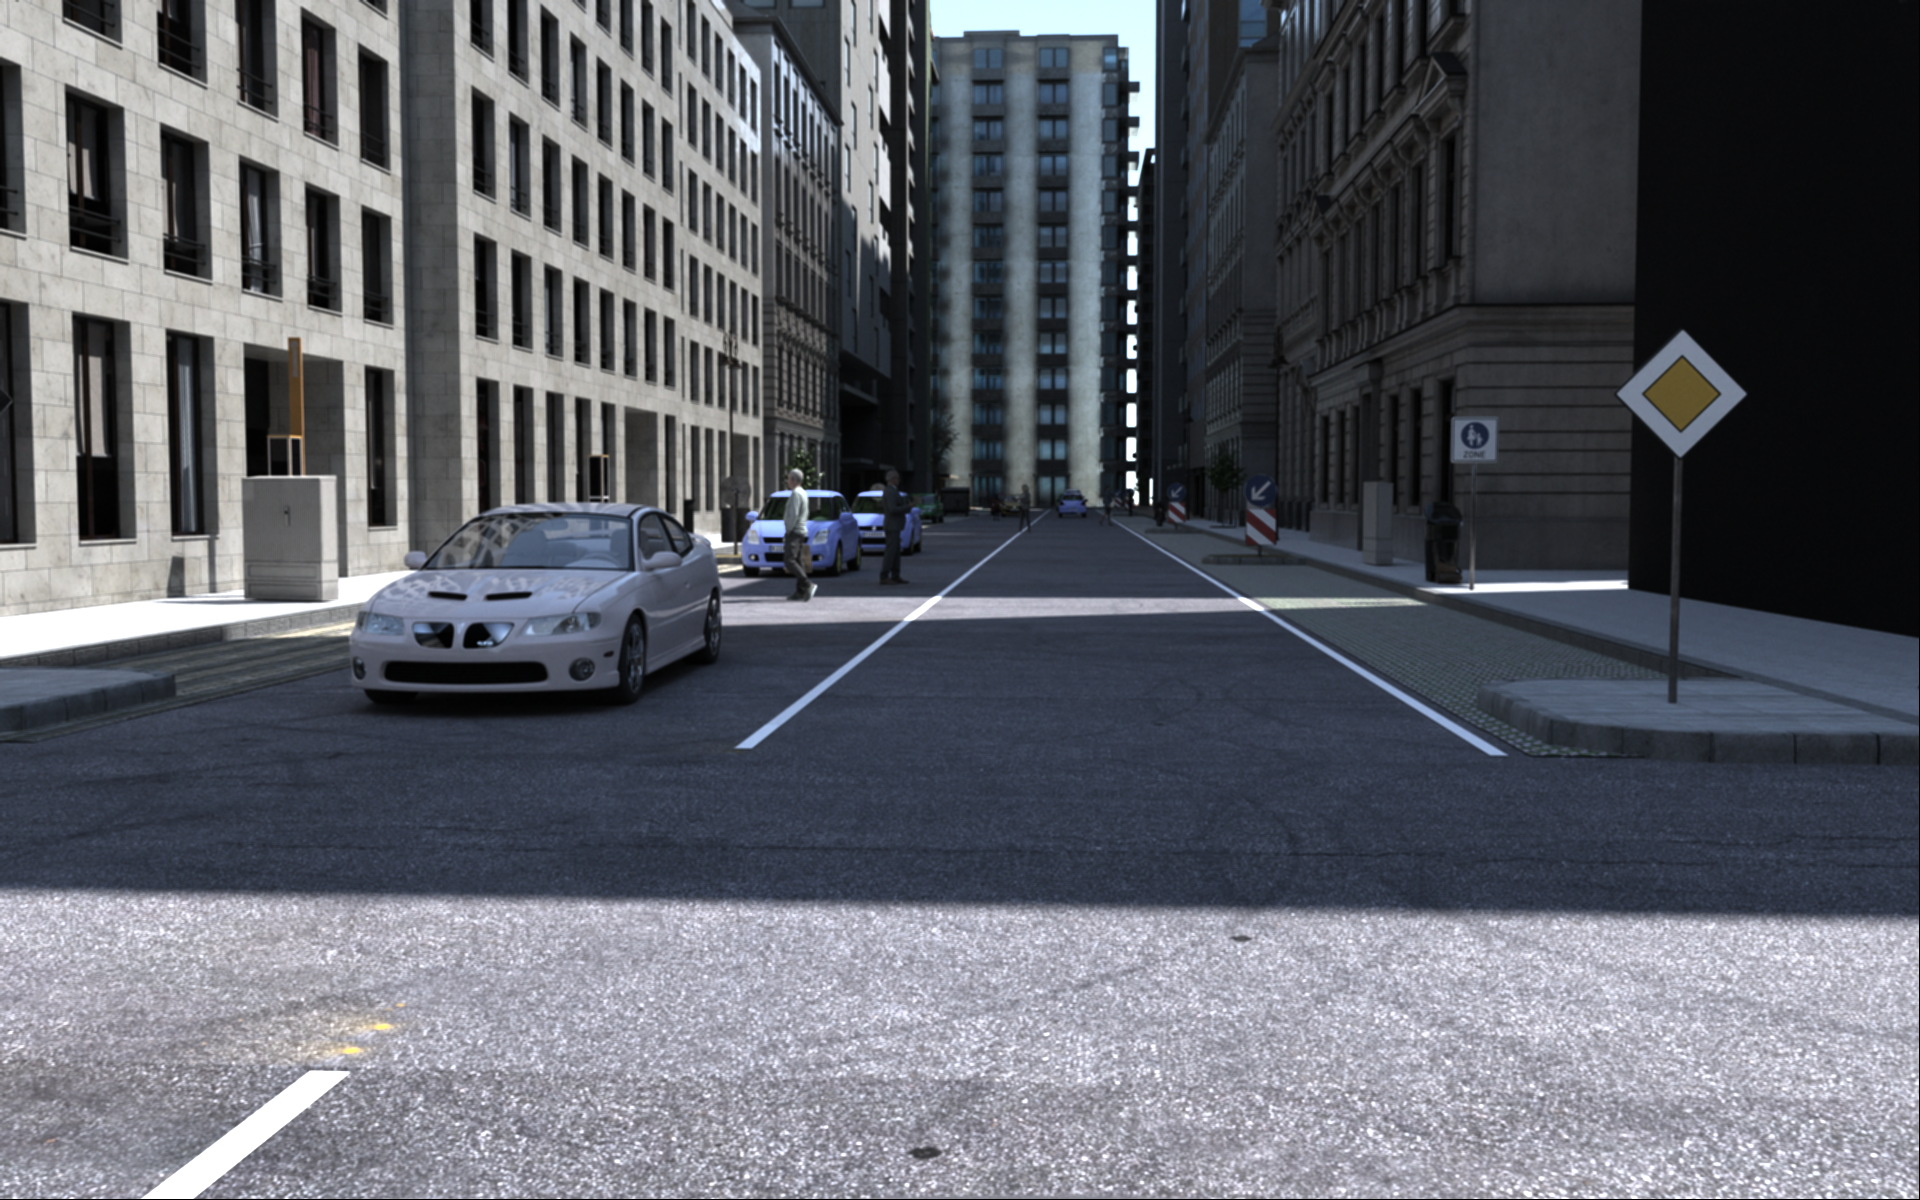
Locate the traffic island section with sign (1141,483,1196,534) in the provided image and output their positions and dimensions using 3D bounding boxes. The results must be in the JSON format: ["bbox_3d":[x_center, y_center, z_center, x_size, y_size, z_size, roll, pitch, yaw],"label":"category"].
[{"bbox_3d":[7.731,-3.328,63.048,1.989,1.847,2.006,0,4,4],"label":"traffic island section with sign"}]

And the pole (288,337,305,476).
[{"bbox_3d":[-8.672,-1.764,22.681,0.158,3.312,0.155,0,3,0],"label":"pole"}]

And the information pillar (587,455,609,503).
[{"bbox_3d":[-6.843,-1.732,32.812,0.304,2.012,0.304,1,4,11],"label":"information pillar"}]

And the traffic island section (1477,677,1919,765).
[{"bbox_3d":[4.397,0.711,10.649,2.009,0.180,2.903,0,4,4],"label":"traffic island section"}]

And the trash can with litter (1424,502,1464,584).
[{"bbox_3d":[7.086,-0.839,25.108,0.624,1.170,1.055,0,4,3],"label":"trash can with litter"}]

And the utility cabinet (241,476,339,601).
[{"bbox_3d":[-8.029,-0.738,20.737,1.173,1.500,0.318,1,4,21],"label":"utility cabinet"}]

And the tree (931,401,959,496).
[{"bbox_3d":[-2.066,-11.364,136.155,4.360,8.622,3.978,0,3,0],"label":"tree"}]

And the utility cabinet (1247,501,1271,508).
[{"bbox_3d":[8.646,-2.382,50.114,0.306,1.237,1.020,-1,4,-17],"label":"utility cabinet"}]

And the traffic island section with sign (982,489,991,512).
[{"bbox_3d":[1.927,-8.022,139.784,1.989,1.847,2.006,0,4,4],"label":"traffic island section with sign"}]

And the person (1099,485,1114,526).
[{"bbox_3d":[6.667,-4.290,78.671,0.654,1.822,0.581,1,4,20],"label":"person"}]

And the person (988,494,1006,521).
[{"bbox_3d":[1.984,-5.020,93.837,1.065,1.426,0.557,-2,4,-25],"label":"person"}]

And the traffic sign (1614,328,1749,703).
[{"bbox_3d":[4.373,-0.424,10.573,0.795,2.450,0.064,0,4,4],"label":"traffic sign"}]

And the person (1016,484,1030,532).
[{"bbox_3d":[2.402,-3.438,64.892,0.526,1.800,0.537,-2,4,-24],"label":"person"}]

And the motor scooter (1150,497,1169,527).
[{"bbox_3d":[8.831,-3.904,76.608,0.815,1.314,1.986,0,4,4],"label":"motor scooter"}]

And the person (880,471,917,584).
[{"bbox_3d":[-0.990,-1.154,27.547,0.590,1.801,0.661,-1,4,-9],"label":"person"}]

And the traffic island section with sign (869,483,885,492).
[{"bbox_3d":[-2.949,-3.327,63.025,1.989,1.847,2.006,0,4,4],"label":"traffic island section with sign"}]

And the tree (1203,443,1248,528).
[{"bbox_3d":[10.168,-4.364,65.957,1.663,3.219,1.824,0,3,0],"label":"tree"}]

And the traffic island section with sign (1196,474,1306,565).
[{"bbox_3d":[5.983,-1.648,35.570,1.989,1.847,2.006,0,4,4],"label":"traffic island section with sign"}]

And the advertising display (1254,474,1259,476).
[{"bbox_3d":[9.716,-3.143,56.605,0.123,1.923,0.974,0,4,3],"label":"advertising display"}]

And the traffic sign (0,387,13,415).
[{"bbox_3d":[-6.548,-0.467,11.286,0.795,2.450,0.064,0,4,4],"label":"traffic sign"}]

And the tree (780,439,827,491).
[{"bbox_3d":[-5.527,-4.085,61.390,1.663,3.219,1.824,0,3,0],"label":"tree"}]

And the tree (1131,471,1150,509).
[{"bbox_3d":[15.187,-9.267,146.124,1.663,3.219,1.824,0,3,0],"label":"tree"}]

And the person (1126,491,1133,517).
[{"bbox_3d":[10.754,-6.100,109.712,0.415,1.643,0.593,0,4,3],"label":"person"}]

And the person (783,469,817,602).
[{"bbox_3d":[-2.153,-0.881,23.387,0.515,1.767,0.782,0,4,4],"label":"person"}]

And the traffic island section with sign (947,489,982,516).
[{"bbox_3d":[0.222,-6.376,112.883,1.989,1.847,2.006,0,4,4],"label":"traffic island section with sign"}]

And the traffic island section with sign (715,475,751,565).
[{"bbox_3d":[-4.687,-1.667,35.883,1.989,1.847,2.006,0,4,4],"label":"traffic island section with sign"}]

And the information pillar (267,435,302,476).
[{"bbox_3d":[-8.515,-1.064,21.893,0.304,2.012,0.304,0,4,7],"label":"information pillar"}]

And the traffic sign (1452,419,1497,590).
[{"bbox_3d":[6.835,-1.281,23.068,0.606,2.300,0.079,0,4,6],"label":"traffic sign"}]

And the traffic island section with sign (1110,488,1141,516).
[{"bbox_3d":[10.868,-6.340,112.284,1.989,1.847,2.006,0,4,4],"label":"traffic island section with sign"}]

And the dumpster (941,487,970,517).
[{"bbox_3d":[-0.290,-6.131,108.453,1.865,1.857,1.264,0,4,4],"label":"dumpster"}]

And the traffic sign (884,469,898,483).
[{"bbox_3d":[-3.453,-5.294,86.663,0.768,2.556,0.104,1,4,12],"label":"traffic sign"}]

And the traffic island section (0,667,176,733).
[{"bbox_3d":[-6.572,0.669,11.349,2.009,0.180,2.903,0,4,4],"label":"traffic island section"}]

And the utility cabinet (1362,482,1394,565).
[{"bbox_3d":[7.587,-1.390,31.409,0.318,1.500,1.173,0,4,2],"label":"utility cabinet"}]
